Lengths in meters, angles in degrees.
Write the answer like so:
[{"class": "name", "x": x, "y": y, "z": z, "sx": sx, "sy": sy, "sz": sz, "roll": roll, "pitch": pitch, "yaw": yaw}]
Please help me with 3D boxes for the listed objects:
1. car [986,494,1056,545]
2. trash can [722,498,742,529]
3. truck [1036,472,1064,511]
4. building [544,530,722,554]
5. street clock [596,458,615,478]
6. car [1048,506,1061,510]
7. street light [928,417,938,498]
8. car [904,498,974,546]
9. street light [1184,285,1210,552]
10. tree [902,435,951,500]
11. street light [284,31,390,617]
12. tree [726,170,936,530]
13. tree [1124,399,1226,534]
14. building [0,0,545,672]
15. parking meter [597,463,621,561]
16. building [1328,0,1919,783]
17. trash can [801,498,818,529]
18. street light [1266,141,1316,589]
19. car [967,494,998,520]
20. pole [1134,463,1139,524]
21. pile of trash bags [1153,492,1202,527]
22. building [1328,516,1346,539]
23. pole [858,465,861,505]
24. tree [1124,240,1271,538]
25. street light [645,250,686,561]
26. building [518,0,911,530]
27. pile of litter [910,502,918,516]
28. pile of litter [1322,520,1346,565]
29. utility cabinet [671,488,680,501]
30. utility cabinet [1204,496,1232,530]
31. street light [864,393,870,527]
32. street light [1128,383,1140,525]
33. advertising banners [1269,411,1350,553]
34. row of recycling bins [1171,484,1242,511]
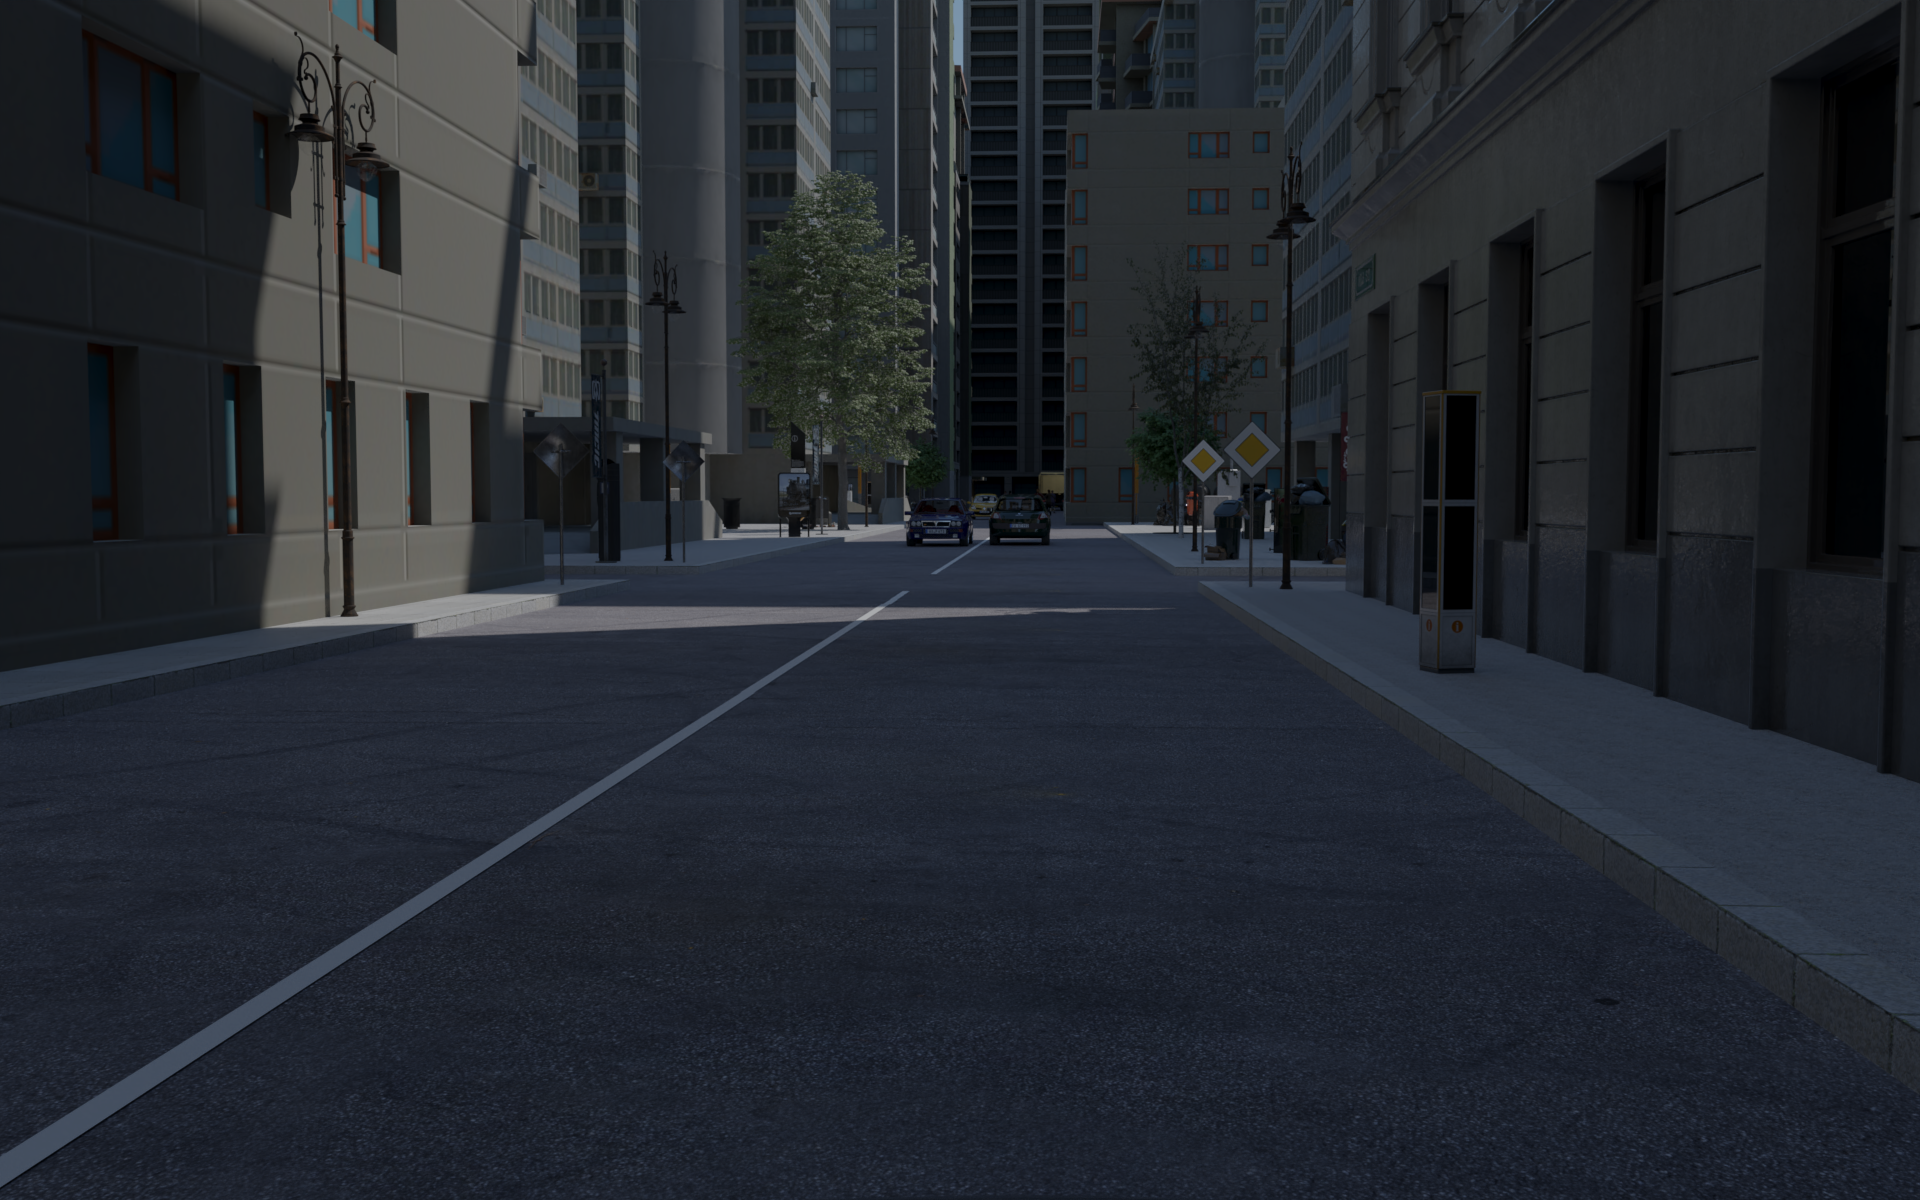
[{"class": "car", "x": 1.739, "y": -2.443, "z": 49.737, "sx": 2.009, "sy": 1.686, "sz": 4.222, "roll": 0, "pitch": 4, "yaw": 3}, {"class": "trash can", "x": -8.364, "y": -3.170, "z": 63.482, "sx": 0.748, "sy": 1.137, "sz": 0.748, "roll": 0, "pitch": 3, "yaw": 0}, {"class": "truck", "x": 8.188, "y": -9.410, "z": 149.779, "sx": 3.469, "sy": 3.379, "sz": 9.791, "roll": 0, "pitch": 4, "yaw": 4}, {"class": "building", "x": -23.494, "y": -21.533, "z": 43.941, "sx": 32.217, "sy": 40.220, "sz": 23.993, "roll": 0, "pitch": 4, "yaw": 3}, {"class": "street clock", "x": -7.201, "y": -1.875, "z": 35.224, "sx": 0.471, "sy": 2.002, "sz": 0.358, "roll": -1, "pitch": 4, "yaw": -19}, {"class": "car", "x": 8.709, "y": -9.272, "z": 161.813, "sx": 2.015, "sy": 1.641, "sz": 3.980, "roll": 0, "pitch": 4, "yaw": 3}, {"class": "street light", "x": -1.602, "y": -7.910, "z": 102.124, "sx": 0.468, "sy": 5.910, "sz": 1.993, "roll": 0, "pitch": 4, "yaw": 3}, {"class": "car", "x": -0.548, "y": -2.205, "z": 48.638, "sx": 1.945, "sy": 1.354, "sz": 3.894, "roll": 0, "pitch": 4, "yaw": 3}, {"class": "street light", "x": 5.245, "y": -4.021, "z": 38.523, "sx": 0.468, "sy": 5.910, "sz": 1.993, "roll": 0, "pitch": 4, "yaw": 3}, {"class": "tree", "x": -2.197, "y": -6.884, "z": 96.259, "sx": 4.285, "sy": 4.588, "sz": 4.351, "roll": 0, "pitch": 3, "yaw": 0}, {"class": "street light", "x": -6.398, "y": -2.763, "z": 17.967, "sx": 0.468, "sy": 5.910, "sz": 1.993, "roll": 0, "pitch": 4, "yaw": 3}, {"class": "tree", "x": -4.599, "y": -8.775, "z": 61.604, "sx": 7.486, "sy": 12.596, "sz": 7.792, "roll": 0, "pitch": 3, "yaw": 0}, {"class": "tree", "x": 6.987, "y": -4.441, "z": 56.320, "sx": 4.285, "sy": 4.588, "sz": 4.351, "roll": 0, "pitch": 3, "yaw": 0}, {"class": "building", "x": -21.362, "y": -10.214, "z": 12.043, "sx": 28.899, "sy": 21.520, "sz": 27.650, "roll": 0, "pitch": 4, "yaw": 3}, {"class": "parking meter", "x": -6.697, "y": -1.670, "z": 33.017, "sx": 0.399, "sy": 1.863, "sz": 0.255, "roll": 2, "pitch": 4, "yaw": 29}, {"class": "building", "x": 11.781, "y": -13.693, "z": 0.299, "sx": 17.030, "sy": 29.872, "sz": 44.131, "roll": 0, "pitch": 4, "yaw": 3}, {"class": "trash can", "x": -5.543, "y": -3.147, "z": 63.099, "sx": 0.748, "sy": 1.137, "sz": 0.748, "roll": 0, "pitch": 3, "yaw": 0}, {"class": "street light", "x": 4.406, "y": -3.084, "z": 23.212, "sx": 0.468, "sy": 5.910, "sz": 1.993, "roll": 0, "pitch": 4, "yaw": 3}, {"class": "car", "x": 1.455, "y": -5.347, "z": 97.648, "sx": 2.015, "sy": 1.641, "sz": 3.980, "roll": 0, "pitch": 4, "yaw": 3}, {"class": "pole", "x": 7.674, "y": -4.975, "z": 75.179, "sx": 0.158, "sy": 3.312, "sz": 0.155, "roll": 0, "pitch": 3, "yaw": 0}, {"class": "pile of trash bags", "x": 9.008, "y": -3.668, "z": 69.719, "sx": 1.912, "sy": 1.369, "sz": 3.447, "roll": 0, "pitch": 4, "yaw": -7}, {"class": "building", "x": 21.589, "y": -21.640, "z": 45.702, "sx": 23.993, "sy": 40.220, "sz": 32.217, "roll": 0, "pitch": 4, "yaw": 3}, {"class": "pole", "x": -5.618, "y": -6.309, "z": 96.999, "sx": 0.158, "sy": 3.312, "sz": 0.155, "roll": 0, "pitch": 3, "yaw": 0}, {"class": "tree", "x": 6.523, "y": -6.093, "z": 49.981, "sx": 4.360, "sy": 8.622, "sz": 3.978, "roll": 0, "pitch": 3, "yaw": 0}, {"class": "street light", "x": -5.593, "y": -3.687, "z": 33.064, "sx": 0.468, "sy": 5.910, "sz": 1.993, "roll": 0, "pitch": 4, "yaw": 3}, {"class": "building", "x": -18.960, "y": -23.725, "z": 79.784, "sx": 32.217, "sy": 40.220, "sz": 23.993, "roll": 0, "pitch": 4, "yaw": 3}, {"class": "pile of litter", "x": -2.395, "y": -5.231, "z": 99.493, "sx": 1.719, "sy": 0.858, "sz": 1.176, "roll": -3, "pitch": 5, "yaw": -43}, {"class": "pile of litter", "x": 7.425, "y": -1.099, "z": 31.928, "sx": 1.719, "sy": 0.858, "sz": 1.176, "roll": -1, "pitch": 4, "yaw": -10}, {"class": "utility cabinet", "x": -11.248, "y": -3.631, "z": 68.045, "sx": 1.173, "sy": 1.500, "sz": 0.318, "roll": 1, "pitch": 4, "yaw": 20}, {"class": "utility cabinet", "x": 9.188, "y": -3.106, "z": 61.948, "sx": 1.020, "sy": 1.237, "sz": 0.306, "roll": 3, "pitch": 4, "yaw": 36}, {"class": "street light", "x": -3.641, "y": -5.782, "z": 67.317, "sx": 0.468, "sy": 5.910, "sz": 1.993, "roll": 0, "pitch": 4, "yaw": 3}, {"class": "street light", "x": 7.227, "y": -6.083, "z": 72.244, "sx": 0.468, "sy": 5.910, "sz": 1.993, "roll": 0, "pitch": 4, "yaw": 3}, {"class": "advertising banners", "x": 7.634, "y": -2.501, "z": 37.079, "sx": 2.074, "sy": 3.025, "sz": 0.090, "roll": 2, "pitch": 4, "yaw": 31}, {"class": "row of recycling bins", "x": 10.540, "y": -3.981, "z": 72.202, "sx": 3.534, "sy": 1.692, "sz": 1.069, "roll": 1, "pitch": 4, "yaw": 11}]
